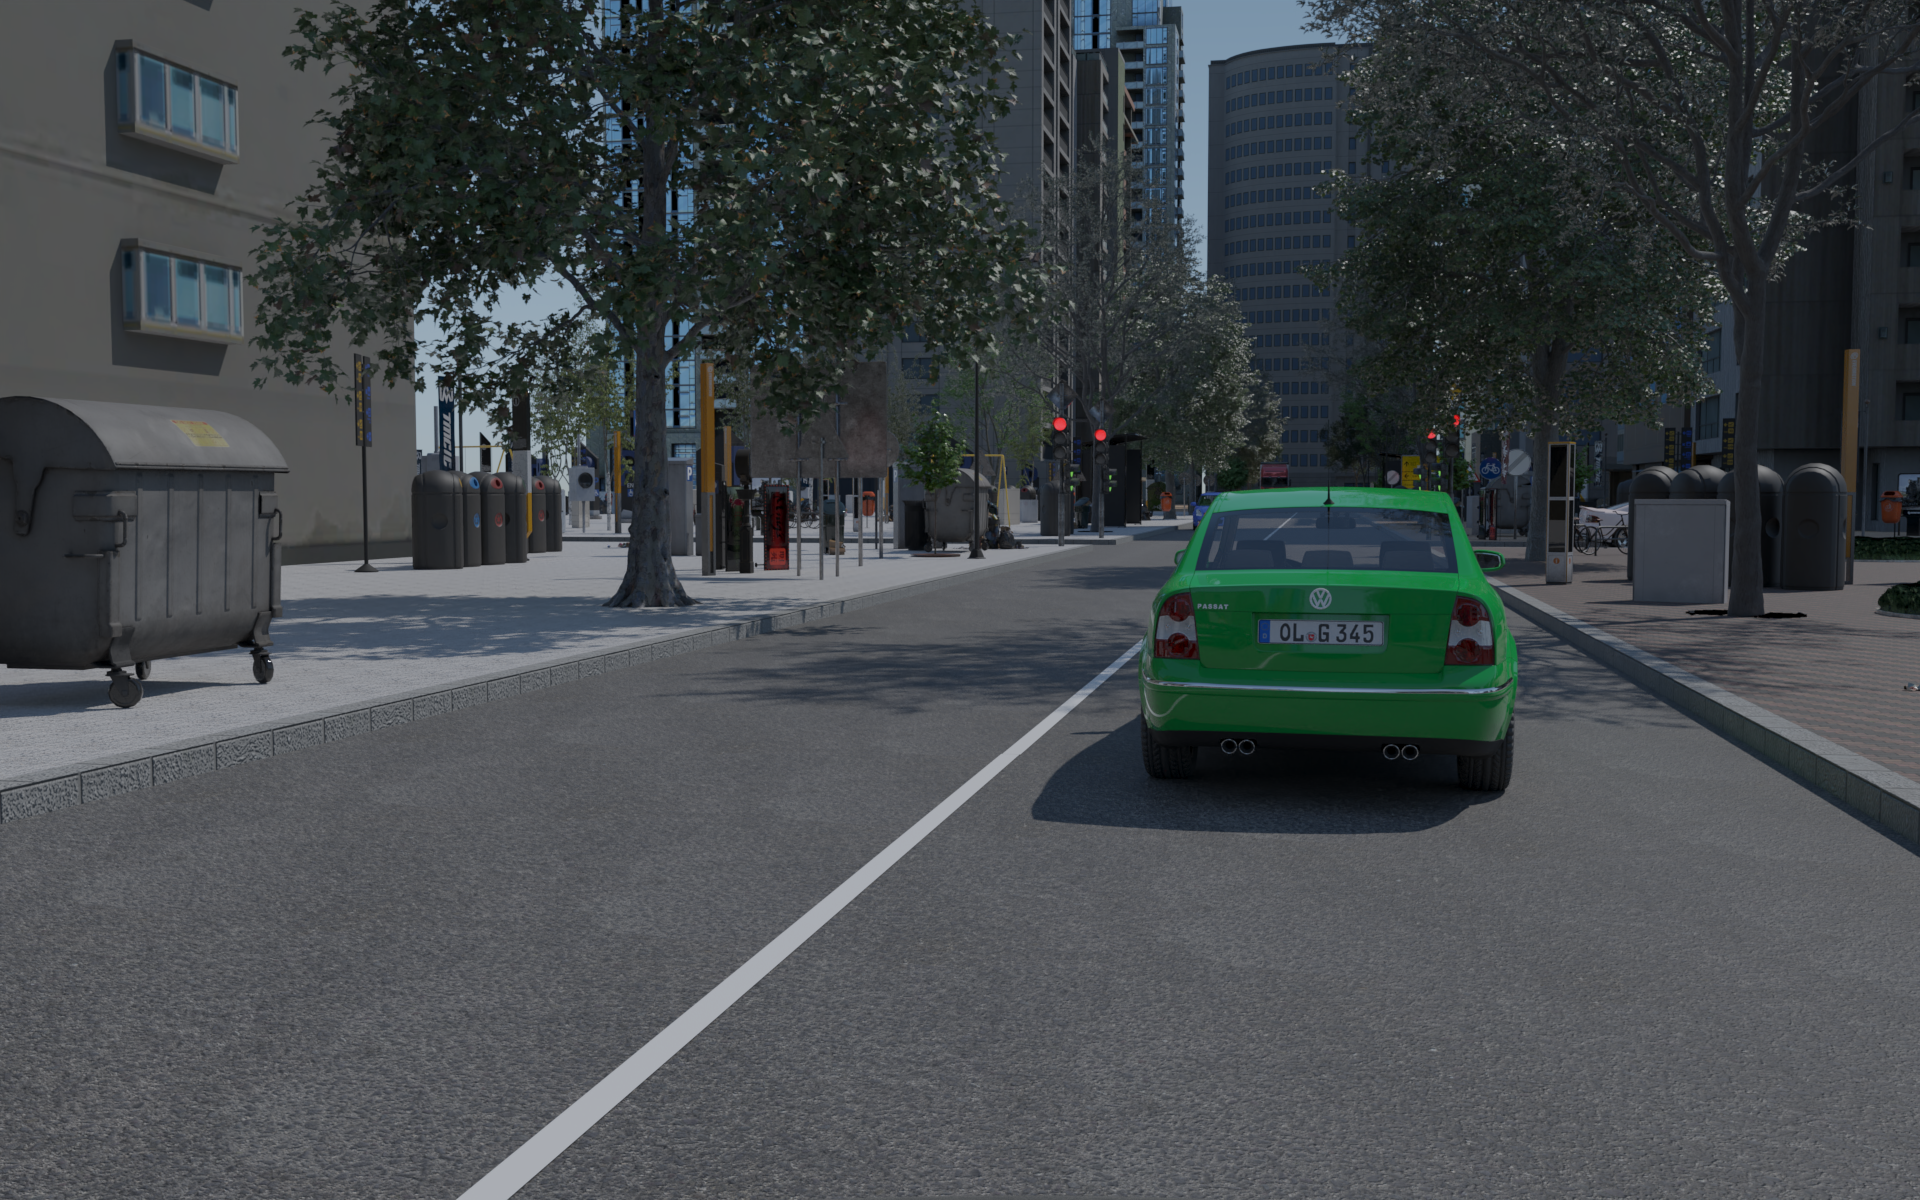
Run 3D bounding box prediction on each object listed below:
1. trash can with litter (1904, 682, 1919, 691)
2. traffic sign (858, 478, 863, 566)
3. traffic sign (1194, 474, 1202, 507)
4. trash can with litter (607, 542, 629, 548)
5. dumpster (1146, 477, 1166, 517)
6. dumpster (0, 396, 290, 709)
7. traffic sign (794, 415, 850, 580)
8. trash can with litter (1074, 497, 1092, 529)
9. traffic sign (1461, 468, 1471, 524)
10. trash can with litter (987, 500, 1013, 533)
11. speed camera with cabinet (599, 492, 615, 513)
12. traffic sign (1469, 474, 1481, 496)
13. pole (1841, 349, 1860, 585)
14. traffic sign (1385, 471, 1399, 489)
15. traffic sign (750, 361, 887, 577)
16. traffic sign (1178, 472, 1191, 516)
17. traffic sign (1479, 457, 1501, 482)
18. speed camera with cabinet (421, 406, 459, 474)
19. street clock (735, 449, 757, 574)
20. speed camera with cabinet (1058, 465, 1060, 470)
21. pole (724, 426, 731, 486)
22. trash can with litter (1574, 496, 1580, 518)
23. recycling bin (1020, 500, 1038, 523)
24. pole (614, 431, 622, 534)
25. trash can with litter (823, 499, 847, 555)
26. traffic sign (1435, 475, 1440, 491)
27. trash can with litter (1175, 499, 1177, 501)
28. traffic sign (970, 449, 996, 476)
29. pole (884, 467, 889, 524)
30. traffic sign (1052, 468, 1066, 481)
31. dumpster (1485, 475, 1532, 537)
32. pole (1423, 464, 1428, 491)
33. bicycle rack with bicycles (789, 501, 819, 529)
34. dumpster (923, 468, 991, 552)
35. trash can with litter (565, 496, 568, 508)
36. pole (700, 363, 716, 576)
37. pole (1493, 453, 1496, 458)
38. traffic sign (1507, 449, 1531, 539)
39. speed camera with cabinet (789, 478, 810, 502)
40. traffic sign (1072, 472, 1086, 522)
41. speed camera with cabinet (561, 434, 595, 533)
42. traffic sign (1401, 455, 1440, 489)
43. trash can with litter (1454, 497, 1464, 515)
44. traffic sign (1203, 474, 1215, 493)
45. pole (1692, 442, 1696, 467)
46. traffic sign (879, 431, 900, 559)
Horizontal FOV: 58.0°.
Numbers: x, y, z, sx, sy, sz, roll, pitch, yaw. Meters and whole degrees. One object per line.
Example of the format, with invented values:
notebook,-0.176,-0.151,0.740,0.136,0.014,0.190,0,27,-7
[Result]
trash can with litter,6.641,0.048,10.280,1.678,1.210,2.233,-1,4,-8
traffic sign,-1.766,-1.869,30.670,0.768,2.556,0.104,1,4,17
traffic sign,15.262,-6.857,112.221,0.768,2.556,0.104,1,4,14
trash can with litter,-7.712,-1.884,41.854,1.678,1.210,2.233,-1,4,-22
dumpster,11.202,-5.794,97.223,1.502,2.255,1.985,1,4,12
dumpster,-5.355,-0.326,11.095,1.264,1.857,1.865,1,4,12
traffic sign,-2.068,-1.577,25.789,0.884,2.594,0.081,1,4,18
trash can with litter,4.368,-3.203,63.751,1.055,1.170,0.624,-3,5,-44
traffic sign,17.157,-3.545,59.145,0.795,2.450,0.064,1,4,17
trash can with litter,1.137,-2.603,53.952,1.055,1.170,0.624,1,4,12
speed camera with cabinet,-23.898,-7.357,114.624,2.038,3.252,0.660,1,4,17
traffic sign,22.630,-4.700,76.849,0.884,2.594,0.081,1,4,13
pole,12.589,-1.877,24.532,0.158,3.312,0.155,0,3,0
traffic sign,23.356,-5.721,93.641,0.768,2.556,0.104,1,4,19
traffic sign,-2.213,-2.020,26.903,2.265,3.308,0.079,1,4,16
traffic sign,12.897,-6.079,99.492,0.768,2.556,0.104,1,4,21
traffic sign,18.429,-3.675,60.195,0.768,2.556,0.104,1,4,21
speed camera with cabinet,-11.058,-2.736,39.065,2.038,3.252,0.660,0,4,7
street clock,-3.453,-1.432,27.988,0.358,2.002,0.471,1,4,11
speed camera with cabinet,6.289,-7.536,117.551,0.660,3.252,2.038,-1,4,-19
pole,-7.001,-3.572,52.240,0.158,3.312,0.155,0,3,0
trash can with litter,30.602,-4.537,85.240,2.233,1.210,1.678,-3,5,-42
recycling bin,3.070,-3.968,77.424,0.722,1.027,0.722,0,4,-8
pole,-11.133,-3.820,56.308,0.158,3.312,0.155,0,3,0
trash can with litter,-2.611,-1.556,36.829,0.624,1.170,1.055,-1,4,-15
traffic sign,22.341,-4.851,81.442,0.606,2.300,0.079,1,4,14
trash can with litter,14.830,-6.739,121.567,0.624,1.170,1.055,1,4,18
traffic sign,0.606,-3.073,50.242,0.884,2.594,0.081,1,4,13
pole,-3.201,-4.992,75.464,0.158,3.312,0.155,0,3,0
traffic sign,4.177,-4.307,70.421,0.884,2.594,0.081,1,4,18
dumpster,16.601,-2.852,52.393,1.264,1.857,1.865,1,4,12
pole,15.142,-3.816,56.240,0.158,3.312,0.155,0,3,0
bicycle rack with bicycles,-5.958,-3.115,64.320,2.925,0.926,2.852,0,4,-3
dumpster,-0.076,-2.008,38.590,1.264,1.857,1.865,1,4,12
trash can with litter,-27.723,-6.677,120.561,1.055,1.170,0.624,3,5,43
pole,-3.948,-2.036,27.129,0.158,3.312,0.155,0,3,0
pole,26.231,-5.579,85.062,0.158,3.312,0.155,0,3,0
traffic sign,15.725,-2.990,48.987,0.768,2.556,0.104,1,4,18
speed camera with cabinet,-9.154,-6.111,94.248,2.038,3.252,0.660,1,4,15
traffic sign,4.708,-4.313,70.528,0.884,2.594,0.081,1,4,21
speed camera with cabinet,-12.995,-3.812,56.655,2.038,3.252,0.660,-3,5,-40
traffic sign,24.183,-5.902,90.373,2.265,3.308,0.079,1,4,19
trash can with litter,34.243,-6.650,120.117,1.055,1.170,0.624,0,4,-4
traffic sign,15.994,-6.801,111.302,0.768,2.556,0.104,1,4,14
pole,28.840,-4.549,68.214,0.158,3.312,0.155,0,3,0
traffic sign,-1.569,-2.095,34.354,0.768,2.556,0.104,1,4,20
